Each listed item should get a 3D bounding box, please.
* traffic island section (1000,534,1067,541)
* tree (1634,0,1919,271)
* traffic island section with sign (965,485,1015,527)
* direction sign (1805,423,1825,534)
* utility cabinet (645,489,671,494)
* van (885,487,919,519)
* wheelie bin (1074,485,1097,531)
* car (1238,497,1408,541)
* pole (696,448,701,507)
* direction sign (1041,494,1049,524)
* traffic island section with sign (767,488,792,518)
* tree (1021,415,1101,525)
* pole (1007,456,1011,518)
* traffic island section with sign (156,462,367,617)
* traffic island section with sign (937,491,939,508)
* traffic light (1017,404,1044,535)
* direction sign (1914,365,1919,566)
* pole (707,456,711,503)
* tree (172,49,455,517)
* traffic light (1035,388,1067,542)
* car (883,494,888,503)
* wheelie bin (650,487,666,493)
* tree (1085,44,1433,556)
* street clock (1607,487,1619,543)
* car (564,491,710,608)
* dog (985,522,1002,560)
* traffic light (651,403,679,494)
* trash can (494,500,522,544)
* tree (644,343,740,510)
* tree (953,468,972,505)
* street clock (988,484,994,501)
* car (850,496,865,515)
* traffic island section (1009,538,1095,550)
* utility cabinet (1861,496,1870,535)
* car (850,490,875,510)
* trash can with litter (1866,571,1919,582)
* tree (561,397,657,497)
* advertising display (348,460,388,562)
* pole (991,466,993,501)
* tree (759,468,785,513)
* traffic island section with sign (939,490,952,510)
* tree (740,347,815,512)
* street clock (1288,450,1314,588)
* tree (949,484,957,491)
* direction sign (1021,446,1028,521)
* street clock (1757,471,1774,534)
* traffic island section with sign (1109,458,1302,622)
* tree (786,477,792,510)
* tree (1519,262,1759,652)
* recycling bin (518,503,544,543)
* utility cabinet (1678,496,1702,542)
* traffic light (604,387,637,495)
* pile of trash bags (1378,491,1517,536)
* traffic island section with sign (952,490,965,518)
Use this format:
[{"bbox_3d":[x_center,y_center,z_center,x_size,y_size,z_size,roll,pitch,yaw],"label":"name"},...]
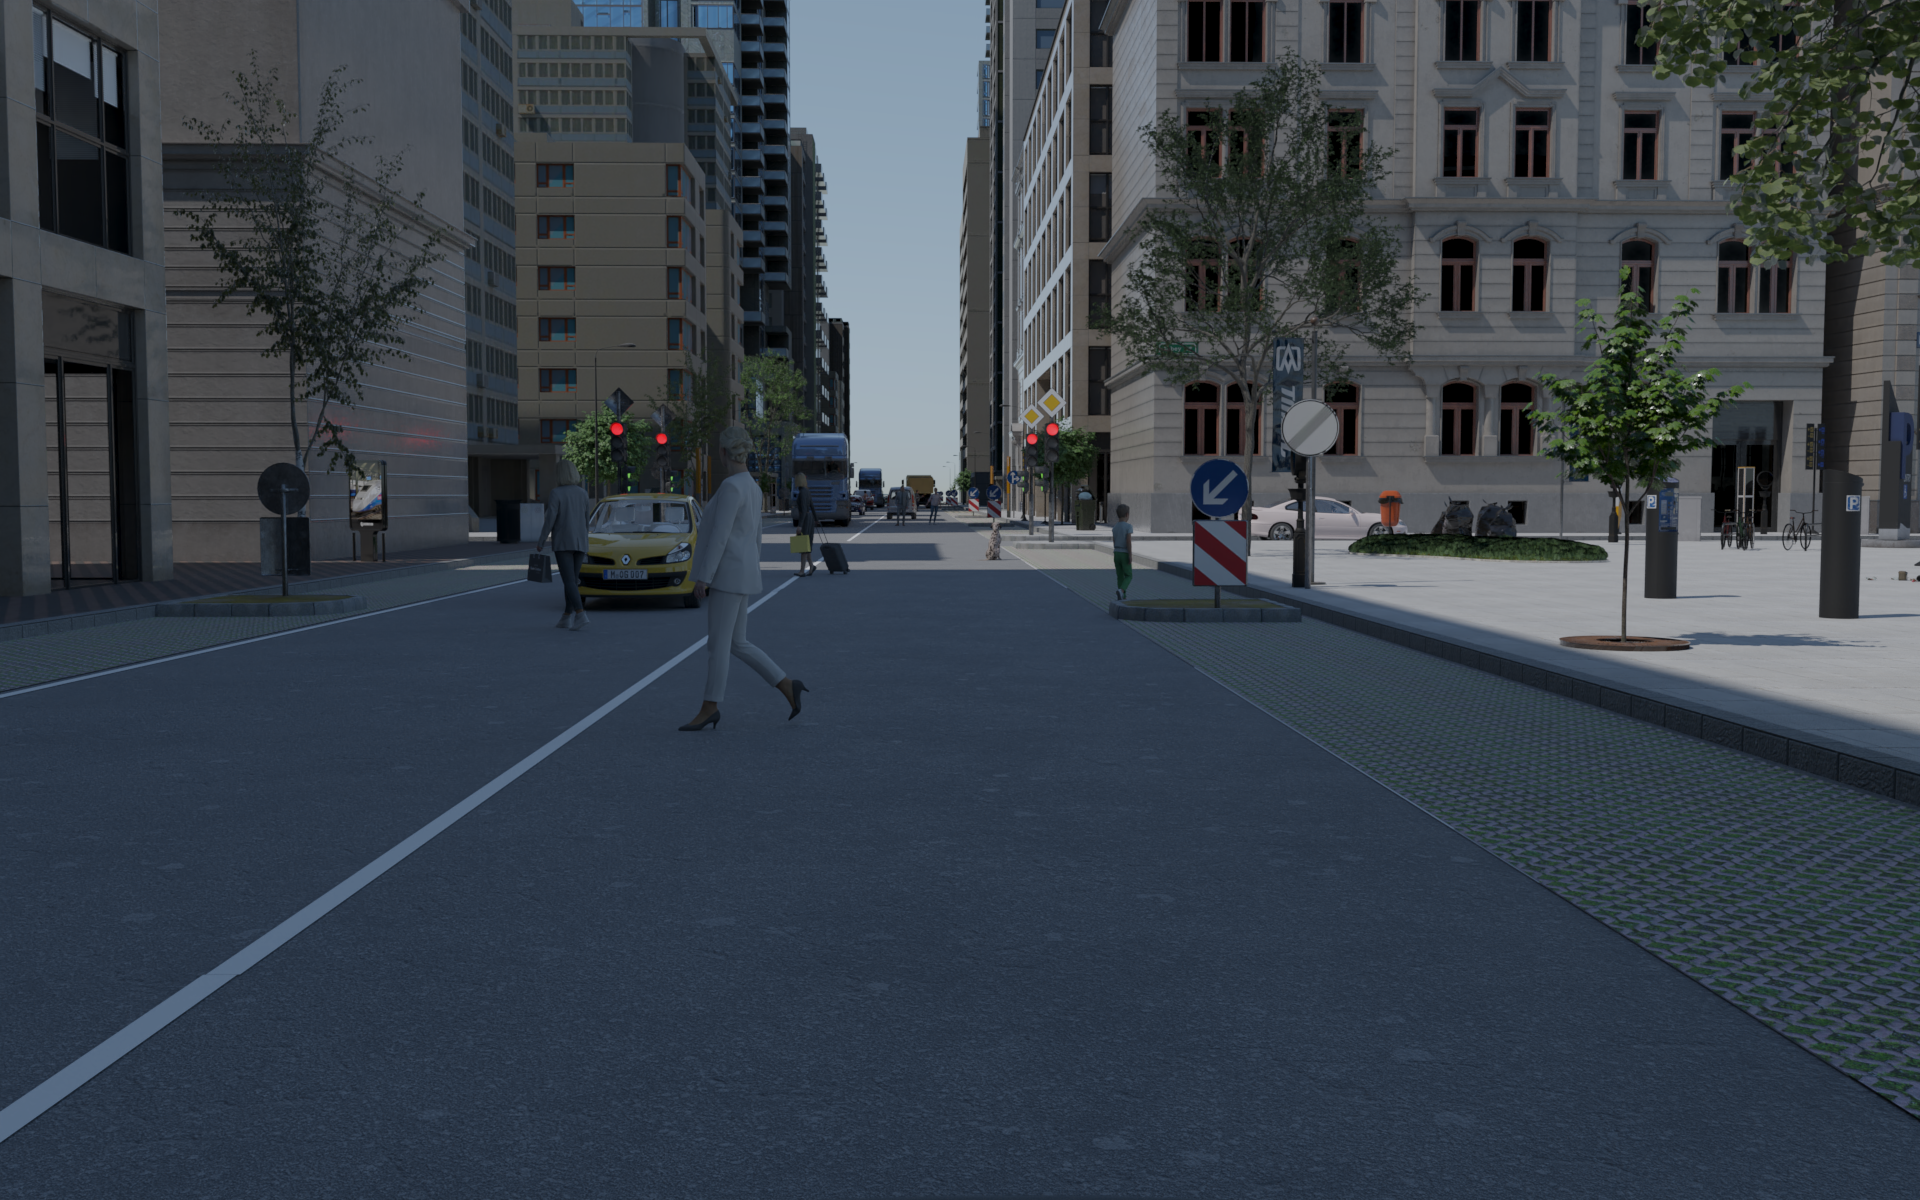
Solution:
[{"bbox_3d":[2.245,-1.940,53.992,2.009,0.180,2.903,0,4,-1],"label":"traffic island section"},{"bbox_3d":[6.569,-5.437,7.023,7.486,12.596,7.792,0,3,0],"label":"tree"},{"bbox_3d":[1.356,-4.129,76.131,1.989,1.847,2.006,0,4,-1],"label":"traffic island section with sign"},{"bbox_3d":[27.464,-3.895,55.673,0.876,3.537,0.379,-2,4,-27],"label":"direction sign"},{"bbox_3d":[-14.126,-4.424,81.019,1.173,1.500,0.318,1,4,17],"label":"utility cabinet"},{"bbox_3d":[-3.355,-5.670,99.715,2.013,2.044,4.112,0,4,0],"label":"van"},{"bbox_3d":[4.400,-3.239,60.870,0.693,1.594,0.980,-1,4,-20],"label":"wheelie bin"},{"bbox_3d":[10.365,-2.277,49.593,4.827,1.381,2.083,0,4,-1],"label":"car"},{"bbox_3d":[-11.519,-5.044,76.319,0.158,3.312,0.155,0,3,0],"label":"pole"},{"bbox_3d":[3.670,-5.050,74.560,0.876,3.537,0.379,0,4,5],"label":"direction sign"},{"bbox_3d":[-10.468,-5.806,103.552,1.989,1.847,2.006,0,4,-1],"label":"traffic island section with sign"},{"bbox_3d":[4.163,-5.384,71.749,4.285,4.588,4.351,0,3,0],"label":"tree"},{"bbox_3d":[2.648,-6.123,93.948,0.158,3.312,0.155,0,3,0],"label":"pole"},{"bbox_3d":[-8.367,-0.759,21.033,1.989,1.847,2.006,0,4,-1],"label":"traffic island section with sign"},{"bbox_3d":[-1.309,-10.540,180.955,1.989,1.847,2.006,0,4,-1],"label":"traffic island section with sign"},{"bbox_3d":[2.204,-3.973,53.878,0.839,4.253,0.868,0,4,-1],"label":"traffic light"},{"bbox_3d":[17.209,-2.370,30.741,0.876,3.537,0.379,-2,4,-33],"label":"direction sign"},{"bbox_3d":[-13.431,-6.050,92.762,0.158,3.312,0.155,0,3,0],"label":"pole"},{"bbox_3d":[-11.118,-4.851,29.671,4.360,8.622,3.978,0,3,0],"label":"tree"},{"bbox_3d":[2.407,-3.485,45.895,0.839,4.253,0.868,0,4,-1],"label":"traffic light"},{"bbox_3d":[-10.112,-13.453,228.759,1.959,1.807,4.718,0,4,-3],"label":"car"},{"bbox_3d":[-13.888,-4.374,79.426,0.980,1.594,0.693,1,4,19],"label":"wheelie bin"},{"bbox_3d":[6.199,-6.182,35.494,7.601,10.594,8.767,-1,4,-17],"label":"tree"},{"bbox_3d":[17.271,-2.518,45.735,0.471,2.002,0.358,-2,4,-34],"label":"street clock"},{"bbox_3d":[-4.160,-0.778,22.949,2.015,1.641,3.980,0,4,-3],"label":"car"},{"bbox_3d":[0.630,-1.269,37.578,0.800,0.831,0.513,-2,4,-34],"label":"dog"},{"bbox_3d":[-9.153,-3.954,53.574,0.839,4.253,0.868,0,4,-1],"label":"traffic light"},{"bbox_3d":[-11.714,-2.035,44.927,0.748,1.137,0.748,0,3,0],"label":"trash can"},{"bbox_3d":[-12.715,-8.136,83.390,4.737,8.622,4.395,0,3,0],"label":"tree"},{"bbox_3d":[0.730,-13.983,212.335,4.285,4.588,4.351,0,3,0],"label":"tree"},{"bbox_3d":[2.190,-7.103,120.696,0.471,2.002,0.358,0,4,1],"label":"street clock"},{"bbox_3d":[-7.402,-6.445,117.954,1.945,1.354,3.894,0,4,0],"label":"car"},{"bbox_3d":[2.447,-1.451,46.010,2.009,0.180,2.903,0,4,-1],"label":"traffic island section"},{"bbox_3d":[28.706,-2.681,55.002,0.306,1.237,1.020,2,4,27],"label":"utility cabinet"},{"bbox_3d":[-8.712,-8.918,154.484,2.281,1.827,5.304,0,4,-3],"label":"car"},{"bbox_3d":[14.496,-0.867,25.231,2.233,1.210,1.678,3,5,43],"label":"trash can with litter"},{"bbox_3d":[-11.777,-4.576,58.527,4.285,4.588,4.351,0,3,0],"label":"tree"},{"bbox_3d":[-11.215,-1.689,32.824,0.974,1.923,0.123,2,4,32],"label":"advertising display"},{"bbox_3d":[2.326,-8.075,125.871,0.158,3.312,0.155,0,3,0],"label":"pole"},{"bbox_3d":[-13.408,-7.575,118.450,1.663,3.219,1.824,0,3,0],"label":"tree"},{"bbox_3d":[-0.626,-8.892,154.008,1.989,1.847,2.006,0,4,-1],"label":"traffic island section with sign"},{"bbox_3d":[-14.088,-12.116,123.852,9.928,11.665,9.643,0,3,0],"label":"tree"},{"bbox_3d":[4.671,-1.174,23.763,0.358,2.002,0.471,0,4,2],"label":"street clock"},{"bbox_3d":[-0.910,-17.054,273.426,1.663,3.219,1.824,0,3,0],"label":"tree"},{"bbox_3d":[3.071,-5.522,82.277,0.379,3.537,0.876,-1,4,-11],"label":"direction sign"},{"bbox_3d":[25.558,-3.085,55.010,0.471,2.002,0.358,1,4,19],"label":"street clock"},{"bbox_3d":[2.776,-0.704,20.143,1.989,1.847,2.006,0,4,-1],"label":"traffic island section with sign"},{"bbox_3d":[-13.613,-9.015,142.004,1.663,3.219,1.824,0,3,0],"label":"tree"},{"bbox_3d":[5.596,-1.226,14.644,1.663,3.219,1.824,0,3,0],"label":"tree"},{"bbox_3d":[-11.539,-2.061,46.249,0.722,1.027,0.722,-2,4,-27],"label":"recycling bin"},{"bbox_3d":[19.571,-2.195,47.053,1.020,1.237,0.306,1,4,15],"label":"utility cabinet"},{"bbox_3d":[-8.950,-3.466,45.592,0.839,4.253,0.868,0,4,-1],"label":"traffic light"},{"bbox_3d":[12.408,-2.103,44.129,3.447,1.369,1.912,1,4,15],"label":"pile of trash bags"},{"bbox_3d":[0.675,-5.786,103.230,1.989,1.847,2.006,0,4,-1],"label":"traffic island section with sign"}]
